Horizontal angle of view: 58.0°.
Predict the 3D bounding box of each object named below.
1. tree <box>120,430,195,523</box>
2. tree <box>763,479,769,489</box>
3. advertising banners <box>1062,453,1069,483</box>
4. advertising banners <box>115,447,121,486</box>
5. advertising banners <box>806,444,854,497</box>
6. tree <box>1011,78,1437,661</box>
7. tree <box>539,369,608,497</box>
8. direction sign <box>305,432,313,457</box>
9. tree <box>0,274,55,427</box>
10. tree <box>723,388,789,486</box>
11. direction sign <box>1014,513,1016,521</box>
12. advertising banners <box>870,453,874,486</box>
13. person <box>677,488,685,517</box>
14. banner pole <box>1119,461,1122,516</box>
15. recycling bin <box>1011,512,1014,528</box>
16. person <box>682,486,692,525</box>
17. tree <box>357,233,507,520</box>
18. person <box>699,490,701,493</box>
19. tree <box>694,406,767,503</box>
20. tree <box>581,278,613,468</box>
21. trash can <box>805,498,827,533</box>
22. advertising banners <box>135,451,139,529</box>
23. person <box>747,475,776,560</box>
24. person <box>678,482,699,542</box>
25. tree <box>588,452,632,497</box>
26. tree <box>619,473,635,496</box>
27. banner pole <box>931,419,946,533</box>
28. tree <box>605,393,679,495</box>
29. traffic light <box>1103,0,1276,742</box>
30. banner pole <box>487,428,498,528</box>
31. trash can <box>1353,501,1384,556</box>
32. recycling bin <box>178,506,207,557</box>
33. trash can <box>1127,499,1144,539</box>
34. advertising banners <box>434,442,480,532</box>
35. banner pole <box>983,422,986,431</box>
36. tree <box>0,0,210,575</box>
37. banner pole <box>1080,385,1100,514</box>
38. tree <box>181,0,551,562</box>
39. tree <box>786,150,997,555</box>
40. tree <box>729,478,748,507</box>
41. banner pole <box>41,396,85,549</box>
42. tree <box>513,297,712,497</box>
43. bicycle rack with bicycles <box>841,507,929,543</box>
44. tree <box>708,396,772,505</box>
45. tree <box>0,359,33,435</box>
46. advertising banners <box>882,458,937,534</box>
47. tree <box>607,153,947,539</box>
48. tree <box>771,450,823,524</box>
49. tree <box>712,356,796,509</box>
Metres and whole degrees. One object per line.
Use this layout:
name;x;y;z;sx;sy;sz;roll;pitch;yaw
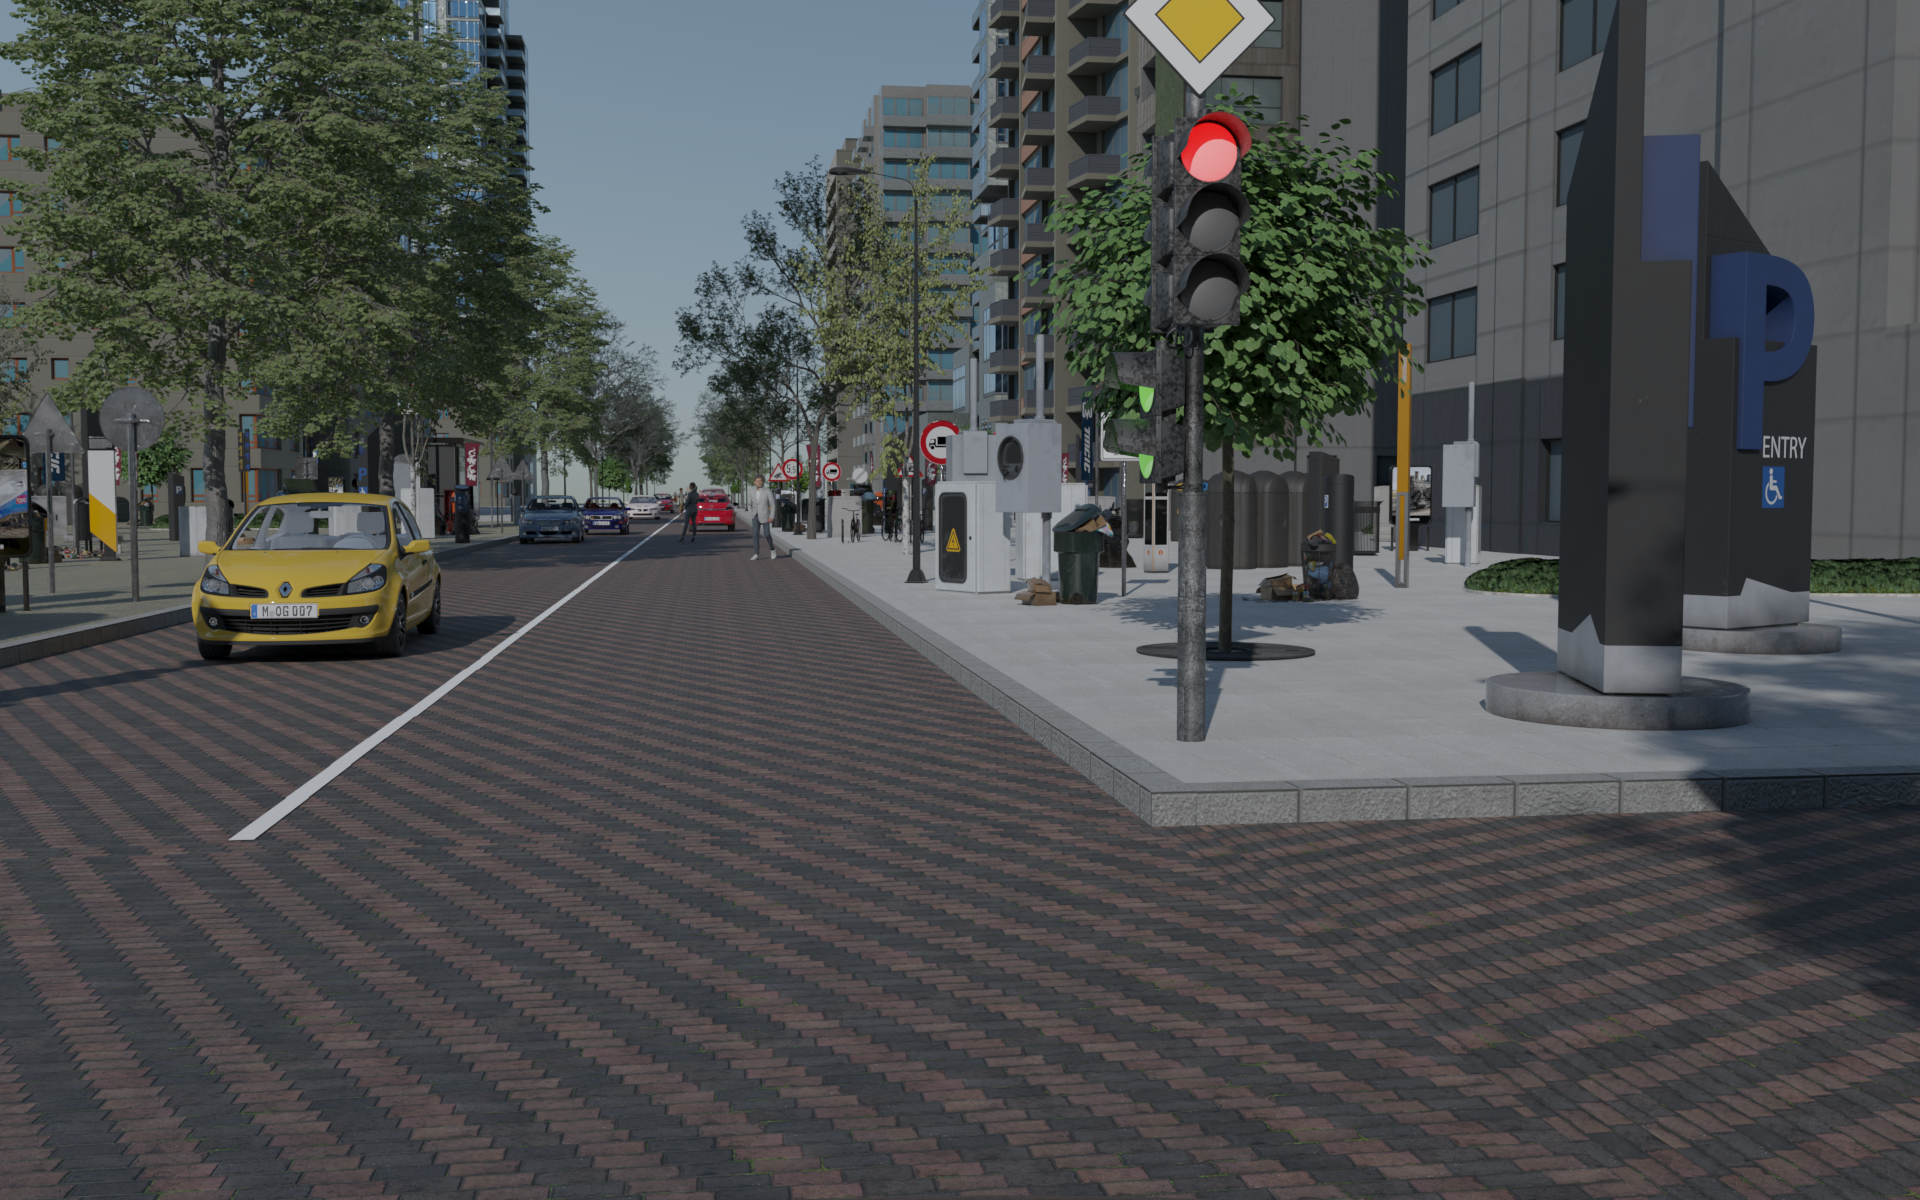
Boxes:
tree;-33.786;-5.421;72.347;4.285;4.588;4.351;0;3;0
tree;-10.249;-6.261;96.973;1.663;3.219;1.824;0;3;0
advertising banners;4.046;-4.762;74.039;0.090;3.025;2.074;-2;4;-32
advertising banners;-27.407;-3.620;55.379;2.074;3.025;0.090;2;4;31
advertising banners;-4.392;-3.967;61.056;2.074;3.025;0.090;0;4;-1
tree;2.058;-1.844;13.868;4.285;4.588;4.351;0;3;0
tree;-25.464;-11.364;120.214;8.767;10.594;7.601;0;4;8
direction sign;-21.518;-3.997;57.344;0.379;3.537;0.876;0;4;-8
tree;-32.295;-6.534;57.198;4.360;8.622;3.978;0;3;0
tree;-12.442;-9.564;106.730;4.360;8.622;3.978;0;3;0
direction sign;2.657;-5.629;84.032;0.379;3.537;0.876;1;4;13
advertising banners;-4.022;-4.847;75.435;0.090;3.025;2.074;-1;4;-16
person;-17.382;-6.099;108.213;0.705;1.824;1.348;1;4;23
banner pole;4.915;-3.805;52.227;0.401;3.779;0.863;1;4;23
recycling bin;1.618;-3.301;66.530;0.722;1.027;0.722;-1;4;-21
person;-12.657;-4.408;80.750;0.526;1.800;0.537;-2;4;-31
tree;-14.307;-5.844;45.908;4.360;8.622;3.978;0;3;0
person;-22.485;-8.584;149.373;0.617;1.759;0.750;2;4;30
tree;-30.493;-19.898;231.993;9.857;13.997;8.962;0;3;0
tree;-18.662;-9.664;76.136;7.486;12.596;7.792;0;3;0
trash can;-4.784;-2.805;57.523;0.748;1.137;0.748;0;3;0
advertising banners;-30.660;-4.177;64.487;0.090;3.025;2.074;-2;4;-26
person;-4.333;-1.807;37.890;0.661;1.843;0.795;1;4;17
person;-8.184;-2.656;52.197;0.573;1.790;0.520;1;4;16
tree;-27.430;-9.305;135.857;4.285;4.588;4.351;0;3;0
tree;-29.720;-9.831;155.334;1.663;3.219;1.824;0;3;0
banner pole;-0.650;-4.155;57.952;0.401;3.779;0.863;3;4;38
tree;-39.413;-18.755;213.298;9.857;13.997;8.962;0;3;0
traffic light;1.184;-1.223;8.909;0.839;4.253;0.868;-1;4;-8
banner pole;-17.746;-4.629;65.702;0.401;3.779;0.863;0;4;-8
trash can;8.420;-1.491;36.028;0.748;1.137;0.748;0;3;0
recycling bin;-15.667;-1.420;35.774;0.722;1.027;0.722;-1;4;-11
trash can;5.076;-2.355;50.164;0.748;1.137;0.748;0;3;0
advertising banners;-17.231;-3.811;58.501;2.074;3.025;0.090;-2;4;-27
banner pole;0.834;-4.311;60.507;0.401;3.779;0.863;0;4;-4
tree;-11.728;-6.708;27.798;7.486;12.596;7.792;0;3;0
banner pole;2.985;-3.022;39.434;0.401;3.779;0.863;3;5;39
tree;-12.542;-7.390;38.958;7.486;12.596;7.792;0;3;0
tree;-1.388;-5.268;36.492;4.737;8.622;4.395;0;3;0
tree;-22.604;-11.212;177.919;1.663;3.219;1.824;0;3;0
banner pole;-20.957;-3.082;40.411;0.863;3.779;0.401;-3;5;-39
tree;-22.647;-12.048;107.347;12.009;13.543;11.850;0;3;0
bicycle rack with bicycles;-2.110;-2.000;46.089;2.852;0.926;2.925;0;4;-3
tree;-25.564;-17.203;199.398;7.486;12.596;7.792;0;3;0
tree;-42.813;-7.620;74.957;4.737;8.622;4.395;0;3;0
advertising banners;-1.585;-3.656;55.971;2.074;3.025;0.090;2;4;26
tree;-4.289;-6.978;48.496;8.767;10.594;7.601;1;4;8
tree;-7.024;-4.928;75.178;1.663;3.219;1.824;0;3;0
tree;-18.946;-14.635;149.644;12.009;13.543;11.850;0;3;0
